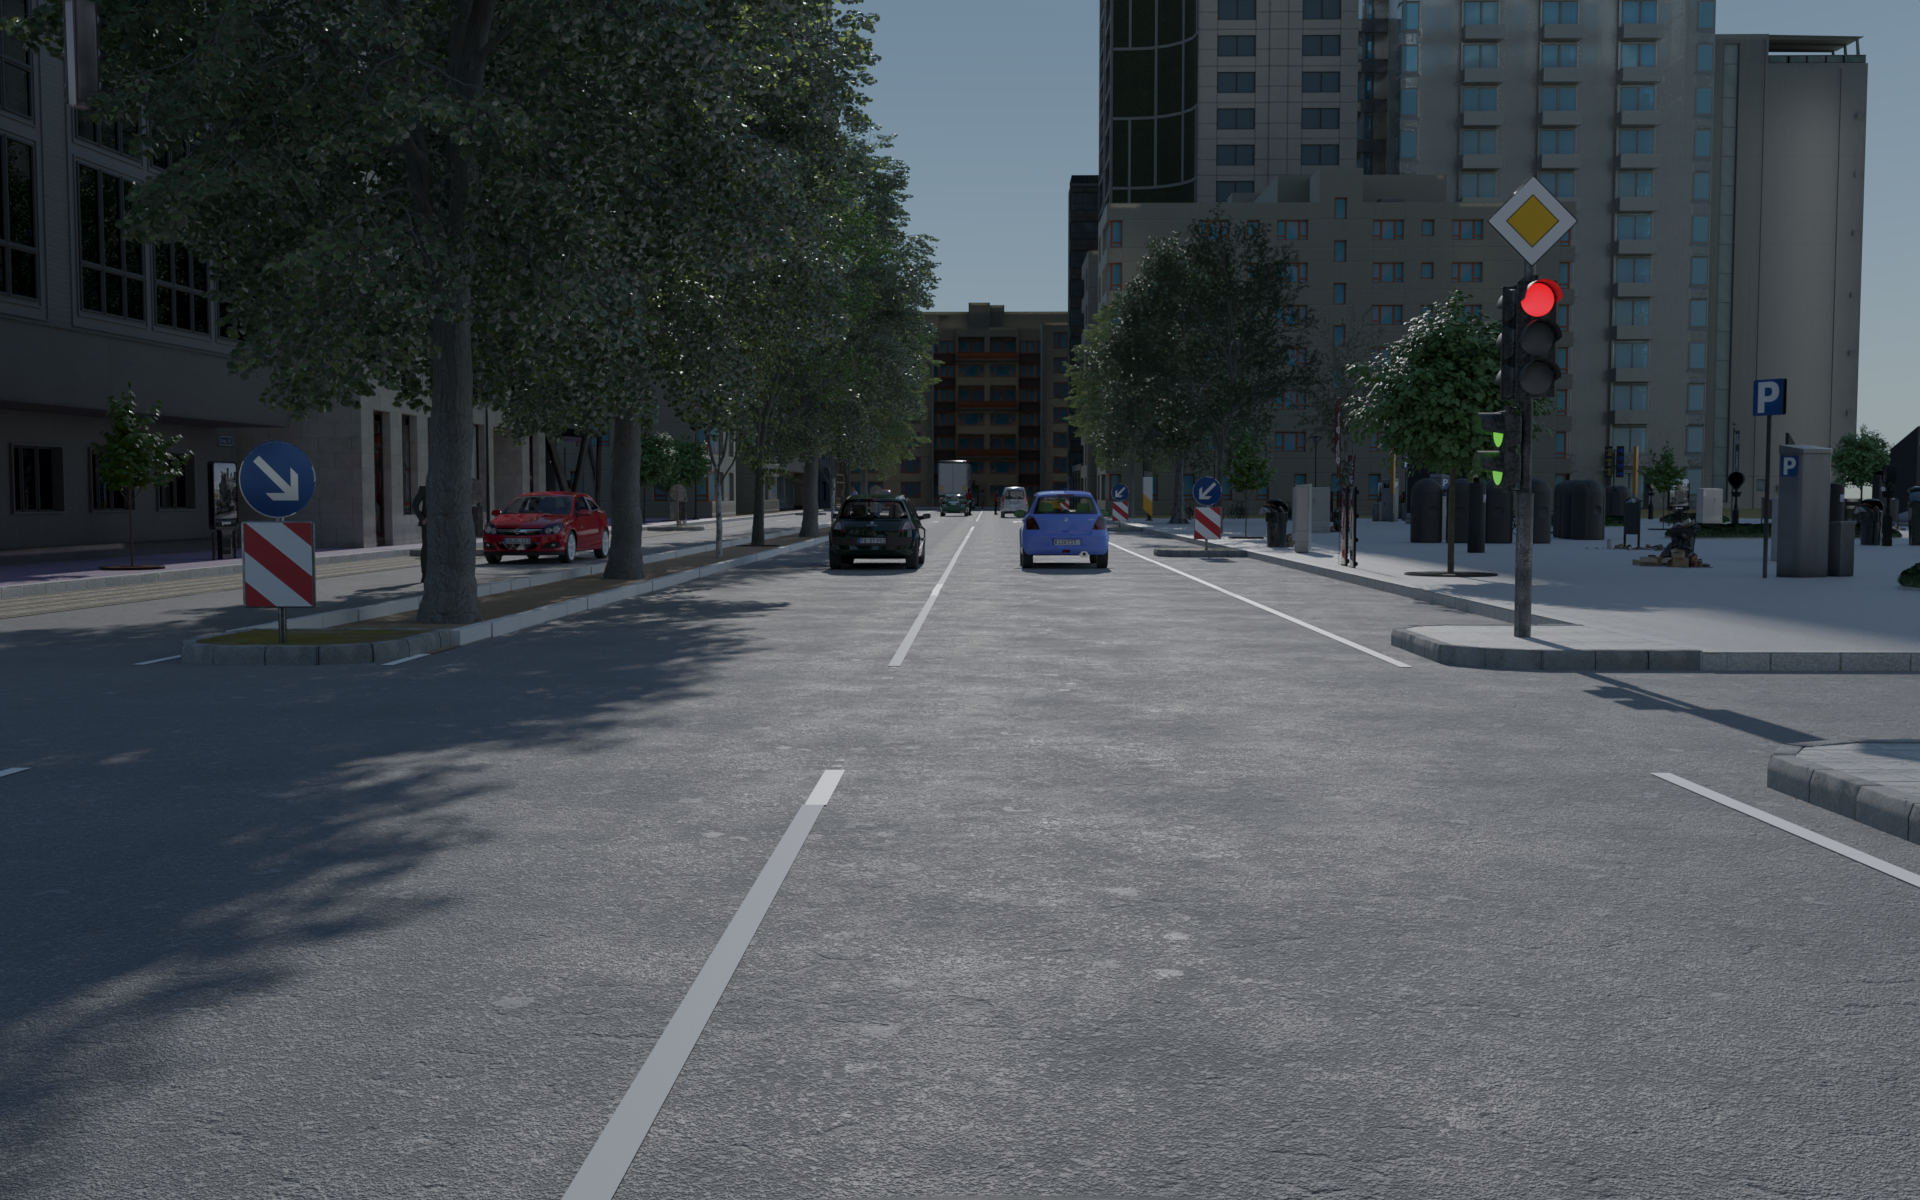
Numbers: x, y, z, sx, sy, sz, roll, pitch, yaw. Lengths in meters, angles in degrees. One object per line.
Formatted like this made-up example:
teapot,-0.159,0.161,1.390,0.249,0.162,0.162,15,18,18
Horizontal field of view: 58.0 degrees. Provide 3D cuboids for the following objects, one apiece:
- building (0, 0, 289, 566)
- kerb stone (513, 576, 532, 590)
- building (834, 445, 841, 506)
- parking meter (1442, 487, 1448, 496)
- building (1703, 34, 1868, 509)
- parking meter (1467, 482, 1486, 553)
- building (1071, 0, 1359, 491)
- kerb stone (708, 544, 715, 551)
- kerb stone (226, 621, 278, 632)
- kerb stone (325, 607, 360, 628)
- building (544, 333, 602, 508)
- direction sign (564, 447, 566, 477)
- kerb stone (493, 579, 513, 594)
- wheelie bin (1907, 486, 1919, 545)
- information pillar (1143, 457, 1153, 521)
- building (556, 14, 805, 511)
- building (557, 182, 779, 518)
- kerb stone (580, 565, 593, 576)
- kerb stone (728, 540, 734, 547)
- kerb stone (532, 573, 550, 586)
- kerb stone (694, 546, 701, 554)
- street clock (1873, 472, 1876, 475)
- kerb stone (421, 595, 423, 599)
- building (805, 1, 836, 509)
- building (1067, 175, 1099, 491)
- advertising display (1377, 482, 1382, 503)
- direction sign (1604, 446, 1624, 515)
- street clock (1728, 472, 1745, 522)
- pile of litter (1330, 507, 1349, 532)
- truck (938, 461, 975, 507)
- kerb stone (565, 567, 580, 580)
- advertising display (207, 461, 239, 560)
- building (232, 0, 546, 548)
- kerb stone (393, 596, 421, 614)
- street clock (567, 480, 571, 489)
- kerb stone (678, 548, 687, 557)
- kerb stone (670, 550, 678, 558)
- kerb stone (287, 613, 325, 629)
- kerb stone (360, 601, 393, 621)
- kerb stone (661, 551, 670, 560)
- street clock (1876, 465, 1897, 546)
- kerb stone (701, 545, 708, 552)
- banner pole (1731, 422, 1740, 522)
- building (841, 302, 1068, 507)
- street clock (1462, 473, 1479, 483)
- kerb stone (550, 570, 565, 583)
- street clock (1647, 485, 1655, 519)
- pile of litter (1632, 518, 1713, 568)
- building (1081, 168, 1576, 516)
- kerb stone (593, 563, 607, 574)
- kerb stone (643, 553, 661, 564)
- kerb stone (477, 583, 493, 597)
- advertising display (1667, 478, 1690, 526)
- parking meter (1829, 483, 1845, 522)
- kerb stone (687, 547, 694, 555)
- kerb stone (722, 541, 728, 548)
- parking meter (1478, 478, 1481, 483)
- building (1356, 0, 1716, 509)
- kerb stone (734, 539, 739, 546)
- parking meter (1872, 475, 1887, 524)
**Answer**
building,-22.504,-14.328,27.766,14.314,27.812,24.014,0,4,1
kerb stone,-6.673,-0.235,26.074,0.120,0.150,1.000,0,4,1
building,-27.002,-21.026,188.812,28.899,21.520,27.650,0,4,1
parking meter,15.277,-2.809,54.336,0.372,1.533,0.369,0,3,0
building,71.840,-29.009,157.890,14.086,41.232,14.154,0,4,1
parking meter,11.283,-1.799,37.823,0.372,1.533,0.369,0,3,0
building,19.911,-42.954,140.548,20.563,71.187,20.611,0,4,1
kerb stone,-6.351,-1.303,43.523,0.120,0.150,1.000,0,4,1
kerb stone,-6.854,0.335,16.837,0.120,0.150,1.000,0,4,1
kerb stone,-6.813,0.202,18.890,0.120,0.150,1.000,0,4,1
building,-22.565,-12.133,65.830,16.820,18.784,16.811,0,4,1
direction sign,-19.232,-5.649,84.360,0.379,3.537,0.876,-1,4,-9
kerb stone,-6.699,-0.175,25.052,0.120,0.150,1.000,0,4,1
wheelie bin,24.053,-2.164,43.287,0.693,1.594,0.980,1,4,20
information pillar,9.023,-5.613,83.119,0.504,3.616,0.183,-1,4,-20
building,-23.328,-30.973,130.111,21.300,48.544,21.600,0,4,1
building,-26.682,-15.948,105.791,27.650,21.520,28.899,0,4,1
kerb stone,-6.612,-0.488,30.179,0.120,0.150,1.000,0,4,1
kerb stone,-6.291,-1.492,46.595,0.120,0.150,1.000,0,4,1
kerb stone,-6.647,-0.295,27.096,0.120,0.150,1.000,0,4,1
kerb stone,-6.395,-1.178,41.475,0.120,0.150,1.000,0,4,1
street clock,28.429,-2.990,53.459,0.358,2.002,0.471,-2,4,-33
kerb stone,-6.754,0.014,21.986,0.120,0.150,1.000,0,4,1
building,-22.485,-43.893,155.895,20.611,71.187,20.563,0,4,1
building,16.832,-23.699,159.177,14.160,30.474,14.107,0,4,1
advertising display,21.820,-5.175,89.825,0.123,1.923,0.974,0,4,0
direction sign,30.849,-5.488,81.725,0.876,3.537,0.379,2,4,34
street clock,25.171,-3.157,56.179,0.471,2.002,0.358,3,4,37
pile of litter,12.582,-2.721,58.449,1.719,0.858,1.176,-1,4,-15
truck,-0.317,-9.943,151.485,2.839,4.237,11.283,0,4,3
kerb stone,-6.621,-0.425,29.145,0.120,0.150,1.000,0,4,1
advertising display,-14.468,-1.762,34.024,0.123,1.923,0.974,0,4,4
building,-19.118,-11.868,48.787,10.420,20.320,16.860,0,4,1
kerb stone,-6.772,0.077,20.943,0.120,0.150,1.000,0,4,1
street clock,-20.175,-5.177,89.213,0.358,2.002,0.471,-1,4,-20
kerb stone,-6.429,-1.054,39.426,0.120,0.150,1.000,0,4,1
kerb stone,-6.456,-0.990,38.388,0.120,0.150,1.000,0,4,1
kerb stone,-6.824,0.265,17.858,0.120,0.150,1.000,0,4,1
kerb stone,-6.784,0.146,19.915,0.120,0.150,1.000,0,4,1
kerb stone,-6.472,-0.922,37.362,0.120,0.150,1.000,0,4,1
street clock,22.845,-2.328,42.625,0.358,2.002,0.471,1,4,13
kerb stone,-6.381,-1.242,42.497,0.120,0.150,1.000,0,4,1
banner pole,26.932,-4.291,60.179,0.401,3.779,0.863,0,4,8
building,2.968,-20.994,188.285,28.899,21.520,27.650,0,4,1
street clock,15.155,-2.867,51.443,0.471,2.002,0.358,-2,4,-31
kerb stone,-6.641,-0.362,28.118,0.120,0.150,1.000,0,4,1
street clock,35.065,-5.095,87.875,0.471,2.002,0.358,-2,4,-34
pile of litter,12.662,-1.028,30.780,1.176,0.858,1.719,0,4,3
building,22.806,-16.652,117.298,27.650,21.520,28.899,0,4,1
kerb stone,-6.577,-0.551,31.204,0.120,0.150,1.000,0,4,1
kerb stone,-6.487,-0.865,36.338,0.120,0.150,1.000,0,4,1
kerb stone,-6.719,-0.111,24.030,0.120,0.150,1.000,0,4,1
advertising display,28.974,-3.953,69.844,0.974,1.923,0.123,-1,4,-16
parking meter,20.637,-1.983,40.838,0.372,1.533,0.369,0,3,0
kerb stone,-6.414,-1.115,40.448,0.120,0.150,1.000,0,4,1
kerb stone,-6.314,-1.430,45.569,0.120,0.150,1.000,0,4,1
parking meter,18.483,-3.456,62.212,0.399,1.863,0.255,2,4,32
building,49.484,-32.639,153.252,30.456,49.044,23.786,0,4,1
kerb stone,-6.273,-1.555,47.618,0.120,0.150,1.000,0,4,1
parking meter,27.615,-2.833,52.038,0.399,1.863,0.255,-2,4,-25
